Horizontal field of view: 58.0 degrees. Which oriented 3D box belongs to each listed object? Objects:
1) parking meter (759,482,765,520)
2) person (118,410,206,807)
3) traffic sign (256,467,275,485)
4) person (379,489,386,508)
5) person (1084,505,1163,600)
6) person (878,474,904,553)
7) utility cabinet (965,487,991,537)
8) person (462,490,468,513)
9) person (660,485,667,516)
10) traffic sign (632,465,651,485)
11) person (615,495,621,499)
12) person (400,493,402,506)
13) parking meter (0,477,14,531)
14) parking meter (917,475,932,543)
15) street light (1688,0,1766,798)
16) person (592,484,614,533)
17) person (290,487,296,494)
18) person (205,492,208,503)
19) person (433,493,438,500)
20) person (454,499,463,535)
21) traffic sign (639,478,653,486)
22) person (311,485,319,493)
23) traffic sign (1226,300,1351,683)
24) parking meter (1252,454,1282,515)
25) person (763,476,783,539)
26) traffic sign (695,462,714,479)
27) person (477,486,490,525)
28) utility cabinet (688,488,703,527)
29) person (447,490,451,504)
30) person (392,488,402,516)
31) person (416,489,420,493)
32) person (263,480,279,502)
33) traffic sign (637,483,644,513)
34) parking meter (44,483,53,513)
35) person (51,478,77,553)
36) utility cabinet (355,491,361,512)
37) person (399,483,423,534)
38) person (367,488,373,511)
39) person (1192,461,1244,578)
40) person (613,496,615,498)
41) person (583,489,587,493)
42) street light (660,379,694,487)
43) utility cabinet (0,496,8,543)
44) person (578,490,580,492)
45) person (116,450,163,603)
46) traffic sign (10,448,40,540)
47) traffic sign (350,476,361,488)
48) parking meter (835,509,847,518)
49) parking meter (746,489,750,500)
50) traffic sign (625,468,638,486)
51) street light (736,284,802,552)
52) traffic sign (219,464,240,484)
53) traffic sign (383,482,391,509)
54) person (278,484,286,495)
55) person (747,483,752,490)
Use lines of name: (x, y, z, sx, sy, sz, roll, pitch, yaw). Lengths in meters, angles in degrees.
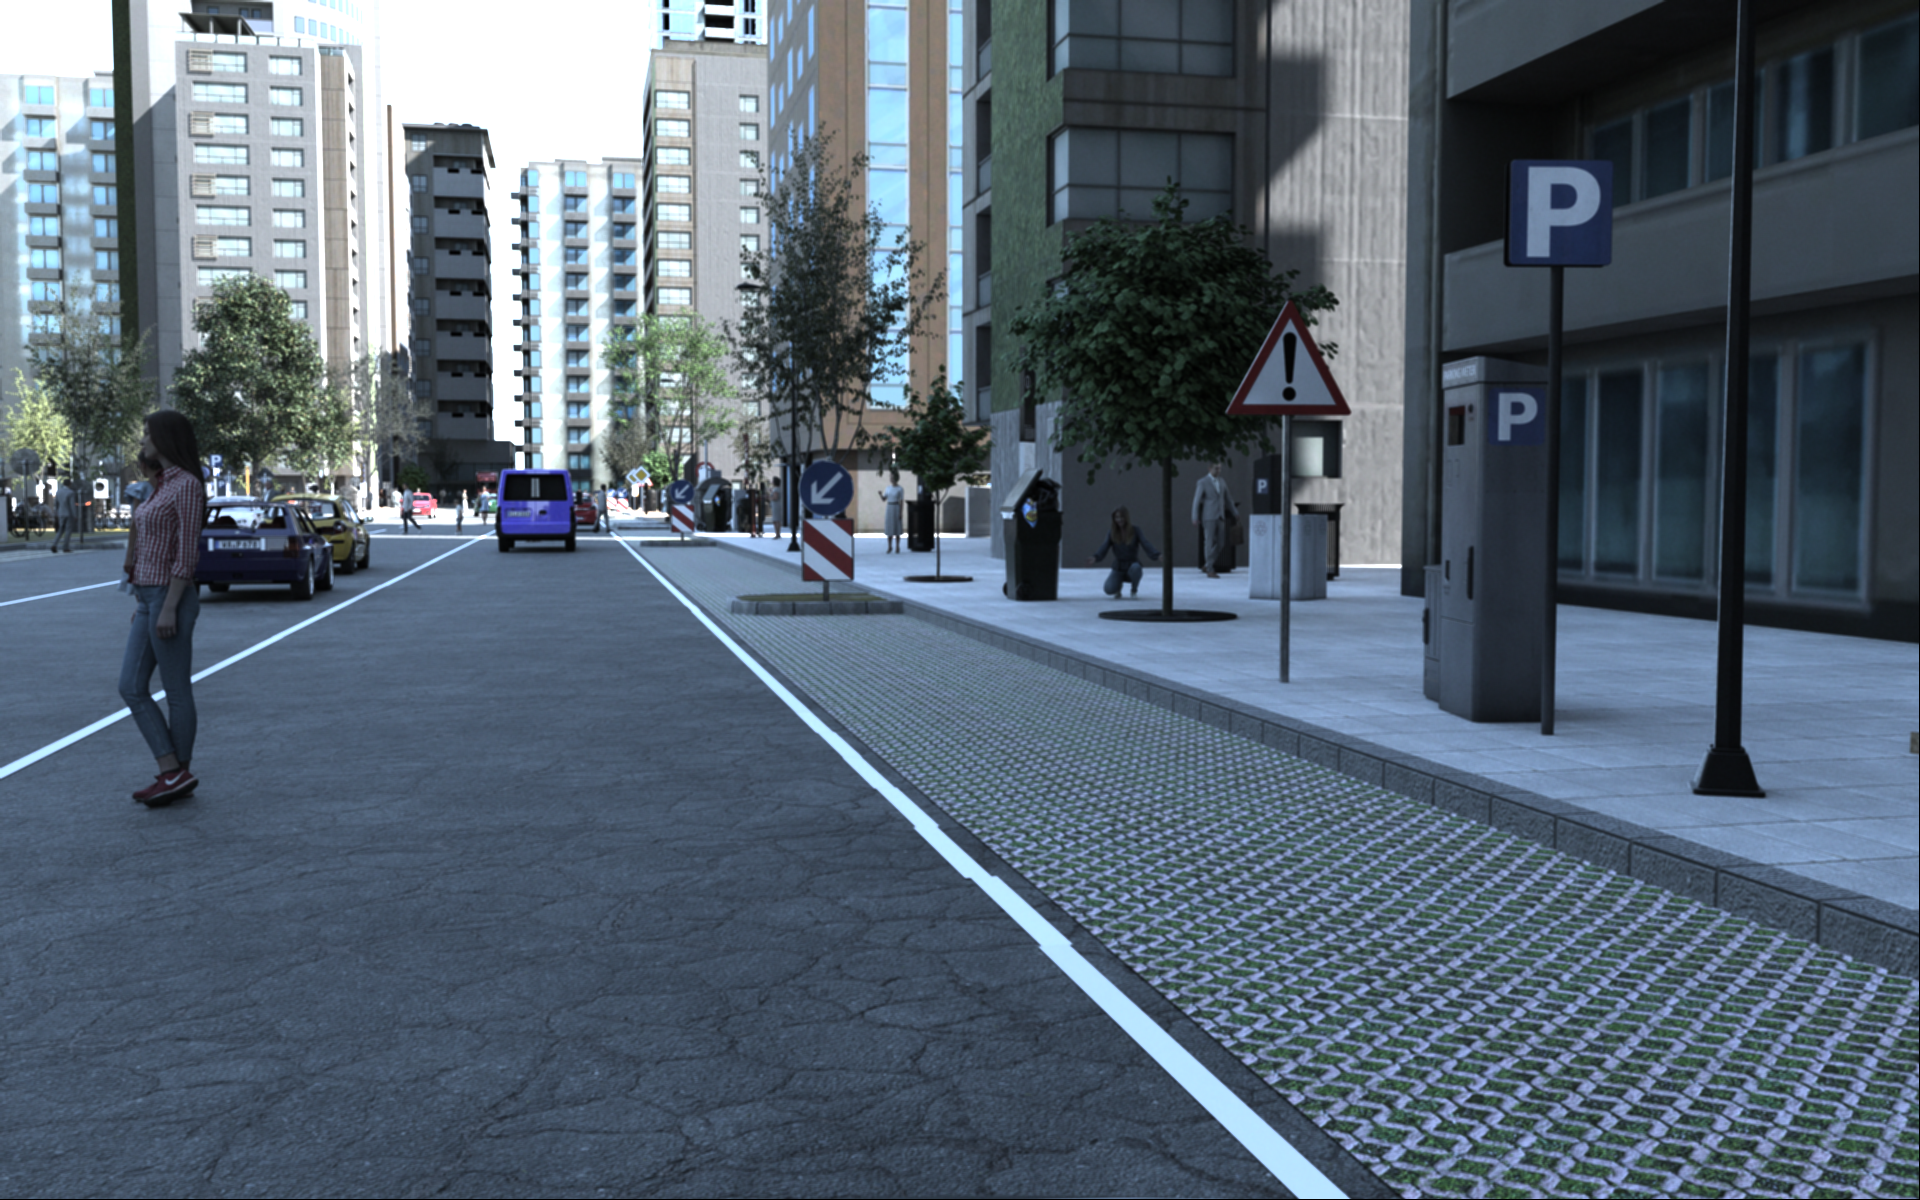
parking meter: (-9.965, -4.992, 87.336, 0.255, 1.863, 0.399, 0, 4, -1)
person: (-3.727, 0.026, 8.091, 0.555, 1.821, 0.388, 3, 5, 39)
traffic sign: (-29.810, -4.412, 74.328, 0.795, 2.593, 0.064, -1, 4, -13)
person: (-52.531, -9.211, 157.470, 0.721, 1.723, 1.217, 0, 4, 7)
person: (2.076, -0.581, 21.048, 1.012, 1.151, 0.738, 1, 4, 16)
person: (-1.480, -1.884, 37.414, 0.480, 1.755, 0.524, 1, 4, 18)
utility cabinet: (0.750, -2.596, 51.116, 1.173, 1.500, 0.318, -1, 4, -21)
person: (-38.018, -7.585, 133.065, 0.362, 1.759, 0.519, 0, 4, 1)
person: (-17.087, -5.732, 100.018, 0.793, 1.790, 0.793, 3, 4, 37)
traffic sign: (-12.837, -4.143, 69.927, 0.795, 2.593, 0.064, -1, 4, -13)
person: (-35.314, -10.635, 180.065, 1.348, 1.807, 0.705, 1, 4, 18)
person: (-57.450, -10.327, 178.119, 0.599, 1.433, 0.991, -1, 4, -10)
parking meter: (-33.096, -3.324, 60.052, 0.255, 1.863, 0.399, 2, 4, 30)
parking meter: (-0.922, -2.414, 45.186, 0.255, 1.863, 0.399, -2, 4, -32)
street light: (2.776, -2.119, 7.183, 1.470, 5.913, 1.316, -1, 4, -13)
person: (-13.258, -3.387, 64.144, 0.678, 1.792, 0.850, 3, 5, 44)
person: (-48.984, -7.391, 127.301, 0.534, 1.772, 0.576, 1, 4, 19)
person: (-22.284, -2.564, 50.818, 0.834, 1.777, 0.661, 2, 4, 28)
person: (-65.793, -12.721, 217.268, 0.697, 1.427, 0.421, -2, 4, -30)
person: (-17.456, -2.881, 60.281, 0.352, 1.250, 0.332, 1, 4, 9)
traffic sign: (-19.904, -6.720, 109.882, 0.884, 2.594, 0.081, -1, 4, -10)
person: (-19.729, -2.685, 53.238, 0.643, 1.720, 0.563, 1, 4, 19)
traffic sign: (2.208, -0.717, 11.721, 0.884, 2.594, 0.081, -1, 4, -11)
parking meter: (4.529, -1.213, 25.551, 0.255, 1.863, 0.399, -3, 4, -39)
person: (-5.270, -2.613, 49.119, 0.532, 1.782, 0.716, 0, 4, 7)
traffic sign: (-9.973, -4.142, 67.820, 0.768, 2.556, 0.104, 0, 4, -7)
person: (-22.275, -4.423, 80.913, 0.616, 1.811, 0.778, -1, 4, -20)
utility cabinet: (-9.895, -3.554, 66.794, 1.173, 1.500, 0.318, -2, 4, -29)
person: (-65.155, -13.147, 221.078, 0.705, 1.814, 1.350, 0, 4, 0)
person: (-36.194, -6.283, 111.333, 0.635, 1.810, 0.391, -2, 4, -31)
person: (-36.999, -6.710, 118.379, 0.661, 1.801, 0.590, 1, 4, 8)
person: (-16.776, -2.026, 42.026, 0.661, 1.777, 0.834, 2, 4, 29)
traffic sign: (-22.009, -7.355, 120.253, 0.884, 2.594, 0.081, -1, 4, -9)
parking meter: (-46.276, -5.031, 87.962, 0.255, 1.863, 0.399, 0, 4, 5)
person: (-21.808, -2.057, 42.247, 0.709, 1.813, 0.853, 0, 4, 8)
utility cabinet: (-42.718, -6.913, 121.703, 1.173, 1.500, 0.318, 1, 4, 9)
person: (-19.634, -3.272, 61.846, 0.795, 1.843, 0.661, -3, 4, -38)
person: (-44.564, -7.604, 130.795, 0.534, 1.772, 0.576, -1, 4, -22)
person: (3.906, -1.245, 26.515, 0.709, 1.813, 0.853, -2, 4, -32)
person: (-41.311, -12.246, 206.780, 0.721, 1.766, 1.217, 0, 4, -8)
person: (-30.622, -8.130, 141.285, 0.748, 1.841, 0.638, 3, 4, 38)
street light: (-11.411, -5.973, 70.204, 1.470, 5.913, 1.316, -1, 4, -13)
utility cabinet: (-25.380, -2.101, 45.521, 0.306, 1.237, 1.020, -1, 4, -10)
person: (-28.251, -7.326, 128.847, 0.480, 1.755, 0.524, 1, 4, 12)
person: (-6.500, -0.335, 14.071, 0.778, 1.811, 0.616, 3, 5, 42)
traffic sign: (-25.782, -2.917, 47.802, 0.768, 2.556, 0.104, -1, 4, -11)
traffic sign: (-43.590, -7.634, 124.926, 0.768, 2.556, 0.104, 0, 4, -8)
parking meter: (-2.576, -1.713, 36.412, 0.372, 1.533, 0.369, 0, 3, 0)
parking meter: (-9.906, -4.465, 81.421, 0.372, 1.533, 0.369, 0, 3, 0)
traffic sign: (-14.590, -4.619, 77.719, 0.795, 2.593, 0.064, -1, 4, -13)
street light: (-4.243, -4.034, 38.494, 1.470, 5.913, 1.316, -1, 4, -13)
traffic sign: (-28.057, -3.936, 66.537, 0.795, 2.593, 0.064, -1, 4, -13)
traffic sign: (-48.007, -8.746, 145.129, 0.606, 2.300, 0.079, 0, 4, -7)
person: (-24.901, -3.357, 63.612, 0.699, 1.804, 1.509, -1, 4, -16)
person: (-10.556, -4.971, 87.348, 0.581, 1.822, 0.654, 0, 4, 1)
